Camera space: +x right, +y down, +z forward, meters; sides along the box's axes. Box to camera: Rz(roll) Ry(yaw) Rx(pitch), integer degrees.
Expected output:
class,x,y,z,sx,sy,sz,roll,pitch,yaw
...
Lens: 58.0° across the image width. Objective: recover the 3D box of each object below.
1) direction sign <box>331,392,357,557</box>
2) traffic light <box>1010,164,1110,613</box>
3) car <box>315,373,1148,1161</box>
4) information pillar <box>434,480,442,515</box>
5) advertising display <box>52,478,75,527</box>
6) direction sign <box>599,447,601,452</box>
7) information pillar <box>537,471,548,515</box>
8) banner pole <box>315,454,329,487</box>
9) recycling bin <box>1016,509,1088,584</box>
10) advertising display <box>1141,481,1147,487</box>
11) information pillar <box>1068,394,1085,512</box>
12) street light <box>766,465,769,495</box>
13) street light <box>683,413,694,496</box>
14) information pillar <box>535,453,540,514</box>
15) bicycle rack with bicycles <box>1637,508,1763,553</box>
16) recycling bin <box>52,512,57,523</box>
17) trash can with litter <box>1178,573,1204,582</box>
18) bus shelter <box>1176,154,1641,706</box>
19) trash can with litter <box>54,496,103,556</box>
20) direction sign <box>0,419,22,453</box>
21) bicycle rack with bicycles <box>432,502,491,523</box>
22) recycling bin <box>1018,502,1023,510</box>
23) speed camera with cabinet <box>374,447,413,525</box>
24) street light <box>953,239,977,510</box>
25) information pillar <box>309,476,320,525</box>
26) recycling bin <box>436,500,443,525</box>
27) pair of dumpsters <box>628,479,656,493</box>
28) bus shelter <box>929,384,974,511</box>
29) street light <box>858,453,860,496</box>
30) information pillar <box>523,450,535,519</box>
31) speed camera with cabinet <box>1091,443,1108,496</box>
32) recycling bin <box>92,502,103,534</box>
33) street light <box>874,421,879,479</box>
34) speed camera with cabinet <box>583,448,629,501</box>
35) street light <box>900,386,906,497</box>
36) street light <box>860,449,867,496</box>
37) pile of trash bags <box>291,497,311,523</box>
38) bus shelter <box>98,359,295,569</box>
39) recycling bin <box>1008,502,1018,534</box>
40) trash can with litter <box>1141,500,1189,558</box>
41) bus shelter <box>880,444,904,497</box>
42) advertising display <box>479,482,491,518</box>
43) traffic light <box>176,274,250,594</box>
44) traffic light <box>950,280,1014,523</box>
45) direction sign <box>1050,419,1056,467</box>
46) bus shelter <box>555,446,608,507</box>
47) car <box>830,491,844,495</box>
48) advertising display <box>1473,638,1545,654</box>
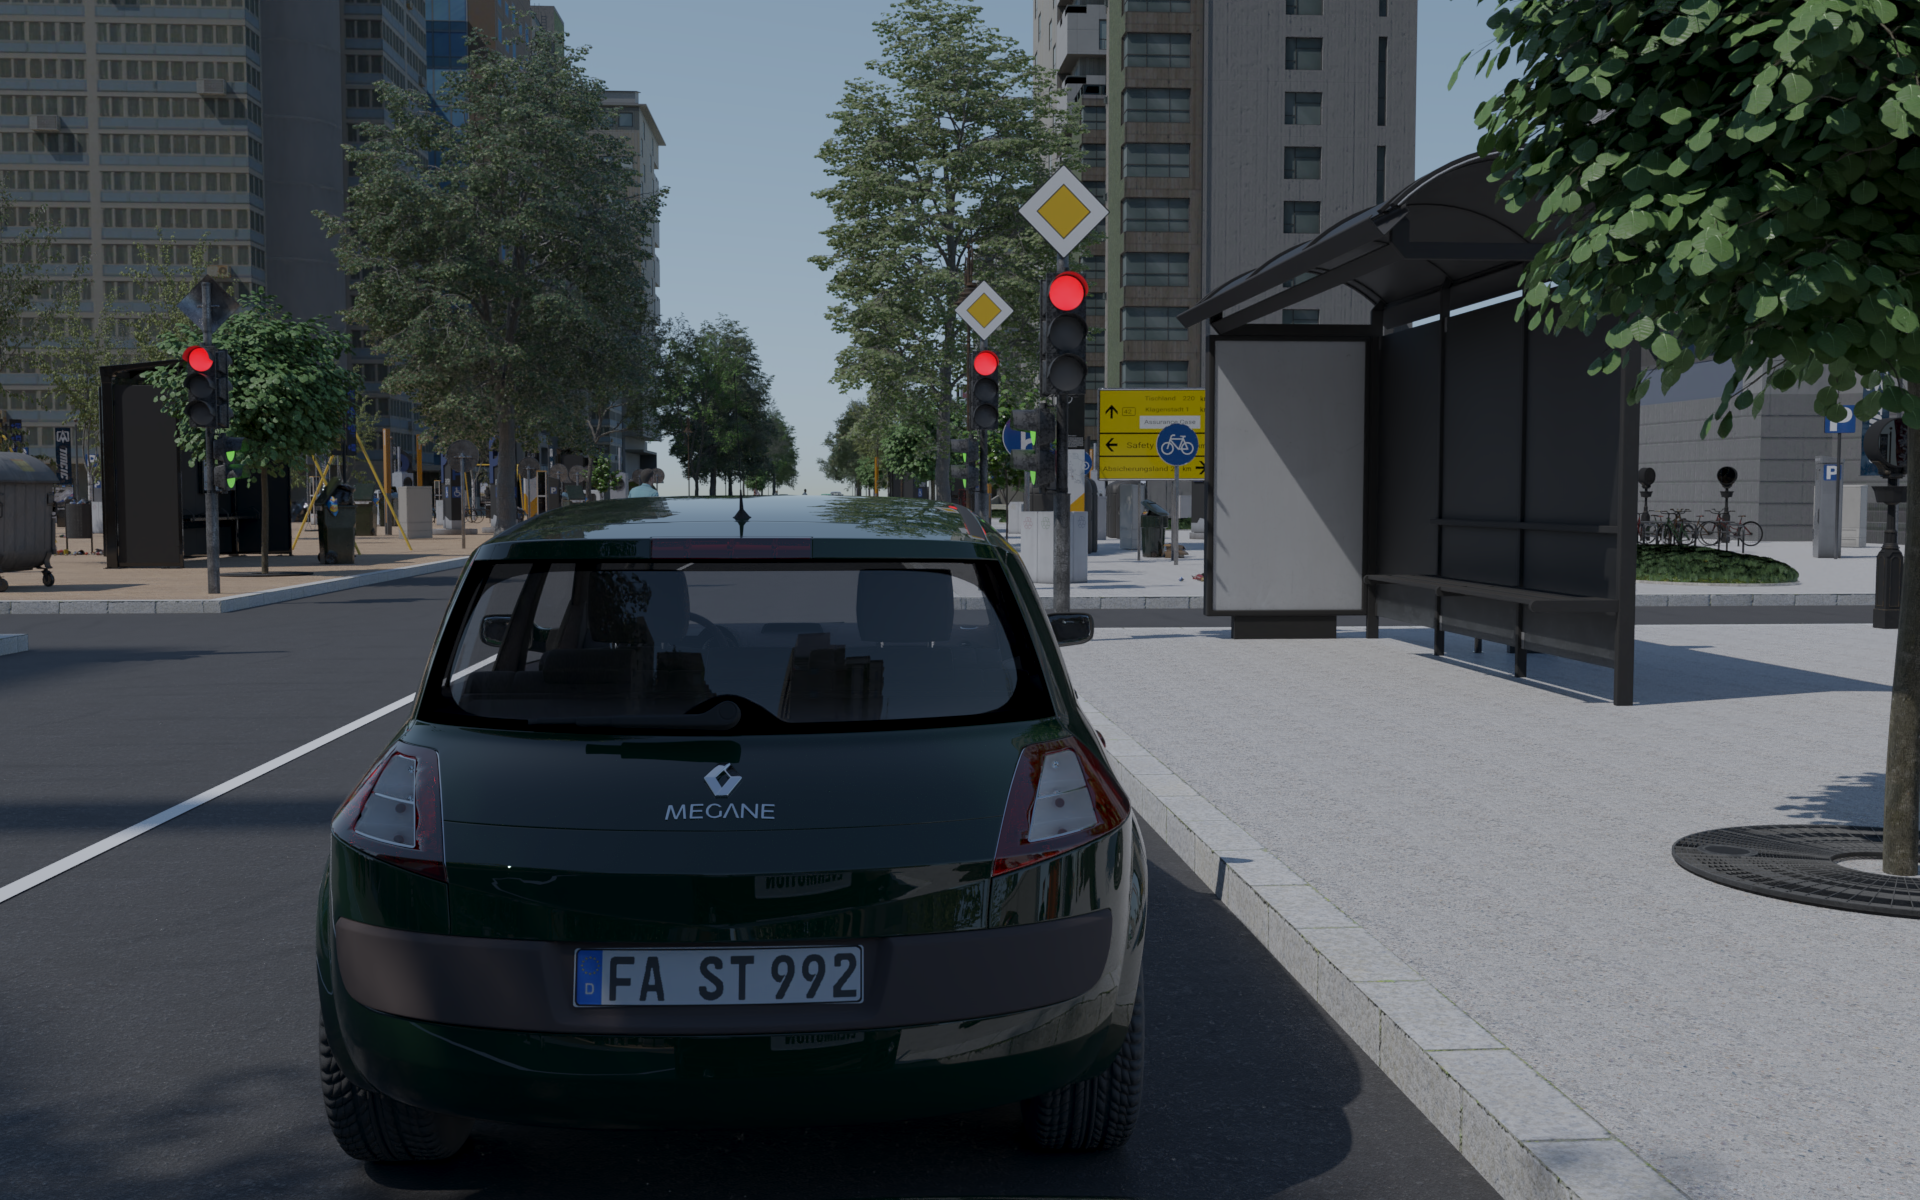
class,x,y,z,sx,sy,sz,roll,pitch,yaw
direction sign,-12.499,-2.640,35.163,0.379,3.537,0.876,1,4,12
traffic light,0.864,-1.592,14.945,0.839,4.253,0.868,0,4,-4
car,-0.534,0.283,5.153,2.009,1.686,4.222,0,4,-3
information pillar,-28.085,-5.430,93.266,0.304,2.012,0.304,1,4,11
advertising display,-34.723,-3.774,66.917,0.123,1.923,0.974,3,4,36
direction sign,-17.295,-5.581,83.242,0.379,3.537,0.876,0,4,-7
information pillar,-13.221,-3.079,54.827,0.304,2.012,0.304,-1,4,-8
banner pole,-27.698,-5.202,75.071,0.401,3.779,0.863,2,4,35
recycling bin,1.366,-0.767,25.101,0.722,1.027,0.722,3,5,45
advertising display,7.018,-3.921,69.321,0.974,1.923,0.123,2,4,24
information pillar,2.064,-2.500,32.230,0.504,3.616,0.183,0,4,-3
street light,-23.784,-14.804,214.835,0.468,5.910,1.993,0,4,-4
street light,-15.490,-7.716,98.942,0.468,5.910,1.993,0,4,-4
information pillar,-19.603,-5.408,79.767,0.504,3.616,0.183,-3,5,-40
bicycle rack with bicycles,16.127,-1.530,38.390,2.852,0.926,2.925,1,4,14
recycling bin,-40.495,-3.941,76.982,0.722,1.027,0.722,-3,5,-40
trash can with litter,4.026,-0.890,25.614,1.678,1.210,2.233,0,4,-7
bus shelter,3.129,-1.153,12.783,2.014,3.302,5.546,0,4,-4
trash can with litter,-18.169,-1.553,36.441,2.233,1.210,1.678,0,4,-6
direction sign,-28.727,-3.685,52.241,0.379,3.537,0.876,3,5,42
bicycle rack with bicycles,-22.079,-3.834,76.068,2.925,0.926,2.852,-3,5,-40
recycling bin,2.028,-1.909,43.774,0.722,1.027,0.722,3,5,40
speed camera with cabinet,-23.569,-4.736,71.776,0.660,3.252,2.038,2,4,25
street light,0.157,-3.597,31.593,0.468,5.910,1.993,0,4,-4
information pillar,-26.857,-4.137,72.136,0.304,2.012,0.304,3,5,41
recycling bin,-21.057,-3.591,71.262,0.722,1.027,0.722,1,4,11
pair of dumpsters,-17.088,-5.488,92.226,1.574,2.255,4.437,0,4,-4
bus shelter,-0.155,-5.088,60.816,2.179,5.291,8.768,0,4,-4
street light,-9.909,-12.279,173.553,0.468,5.910,1.993,0,4,-4
information pillar,-19.696,-5.350,78.834,0.183,3.616,0.504,1,4,15
speed camera with cabinet,5.256,-4.429,66.754,0.660,3.252,2.038,1,4,15
recycling bin,-27.771,-2.685,56.457,0.722,1.027,0.722,1,4,21
street light,-5.241,-8.214,107.091,0.468,5.910,1.993,0,4,-4
speed camera with cabinet,-15.145,-4.843,73.511,2.038,3.252,0.660,0,4,2
street light,-2.166,-5.604,64.416,0.468,5.910,1.993,0,4,-4
street light,-7.594,-10.238,140.180,0.468,5.910,1.993,0,4,-4
pile of trash bags,-31.160,-4.245,79.153,3.447,1.369,1.912,1,4,22
bus shelter,-14.102,-2.534,32.707,1.731,3.624,6.357,0,4,-4
recycling bin,2.022,-2.666,56.140,0.722,1.027,0.722,2,4,24
trash can with litter,4.127,-1.439,34.912,1.055,1.170,0.624,3,5,39
bus shelter,-2.744,-5.427,80.018,1.731,3.624,6.357,0,4,-4
advertising display,-25.162,-5.341,92.534,0.974,1.923,0.123,0,4,-6
traffic light,-9.590,-2.035,22.192,0.839,4.253,0.868,0,4,-4
traffic light,0.295,-2.079,22.910,0.839,4.253,0.868,0,4,-4
direction sign,2.418,-3.528,49.684,0.876,3.537,0.379,-3,5,-41
bus shelter,-18.575,-5.748,85.267,1.731,3.624,6.357,0,4,-4
car,-17.815,-14.659,248.343,2.281,1.827,5.304,0,4,-5
advertising display,4.608,-0.532,13.916,0.974,1.923,0.123,0,4,3
